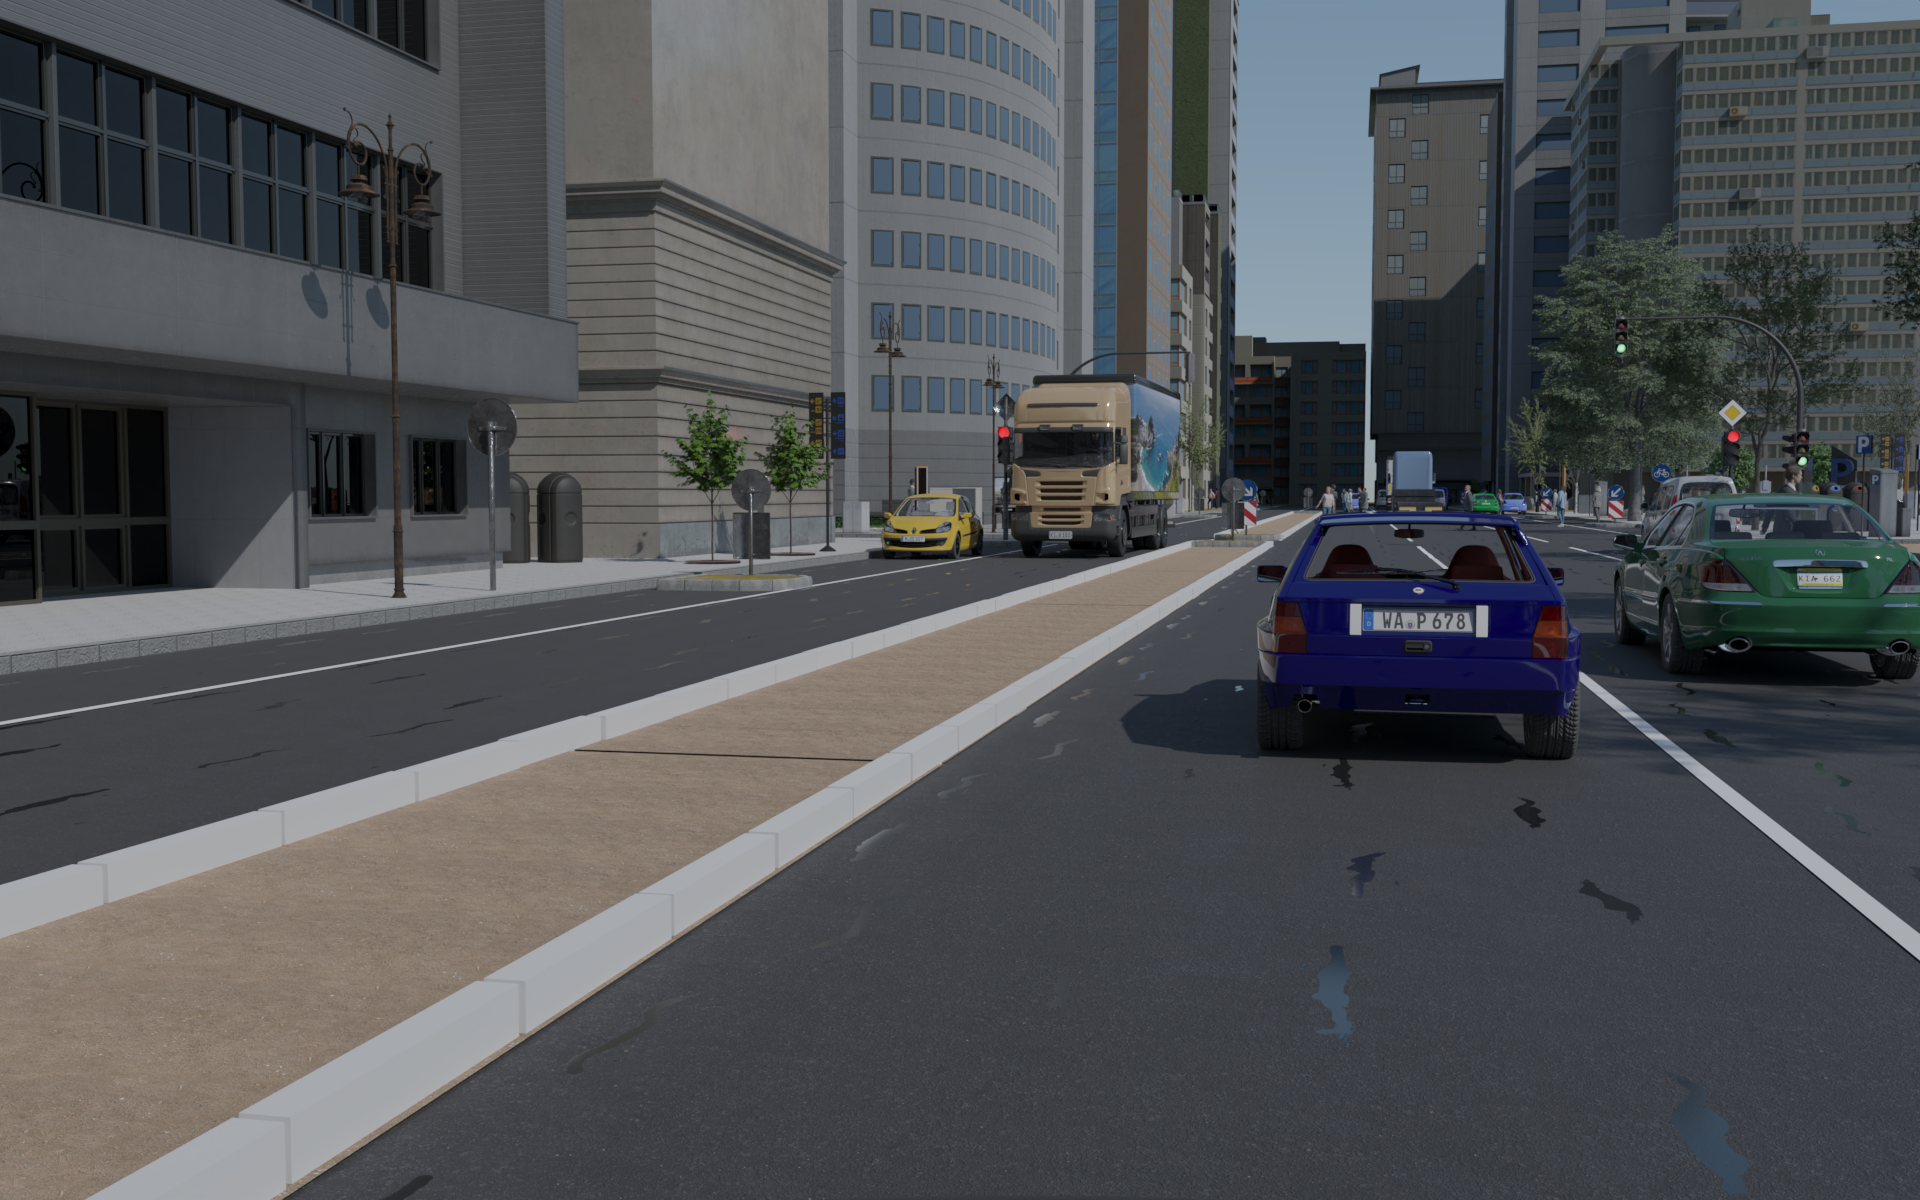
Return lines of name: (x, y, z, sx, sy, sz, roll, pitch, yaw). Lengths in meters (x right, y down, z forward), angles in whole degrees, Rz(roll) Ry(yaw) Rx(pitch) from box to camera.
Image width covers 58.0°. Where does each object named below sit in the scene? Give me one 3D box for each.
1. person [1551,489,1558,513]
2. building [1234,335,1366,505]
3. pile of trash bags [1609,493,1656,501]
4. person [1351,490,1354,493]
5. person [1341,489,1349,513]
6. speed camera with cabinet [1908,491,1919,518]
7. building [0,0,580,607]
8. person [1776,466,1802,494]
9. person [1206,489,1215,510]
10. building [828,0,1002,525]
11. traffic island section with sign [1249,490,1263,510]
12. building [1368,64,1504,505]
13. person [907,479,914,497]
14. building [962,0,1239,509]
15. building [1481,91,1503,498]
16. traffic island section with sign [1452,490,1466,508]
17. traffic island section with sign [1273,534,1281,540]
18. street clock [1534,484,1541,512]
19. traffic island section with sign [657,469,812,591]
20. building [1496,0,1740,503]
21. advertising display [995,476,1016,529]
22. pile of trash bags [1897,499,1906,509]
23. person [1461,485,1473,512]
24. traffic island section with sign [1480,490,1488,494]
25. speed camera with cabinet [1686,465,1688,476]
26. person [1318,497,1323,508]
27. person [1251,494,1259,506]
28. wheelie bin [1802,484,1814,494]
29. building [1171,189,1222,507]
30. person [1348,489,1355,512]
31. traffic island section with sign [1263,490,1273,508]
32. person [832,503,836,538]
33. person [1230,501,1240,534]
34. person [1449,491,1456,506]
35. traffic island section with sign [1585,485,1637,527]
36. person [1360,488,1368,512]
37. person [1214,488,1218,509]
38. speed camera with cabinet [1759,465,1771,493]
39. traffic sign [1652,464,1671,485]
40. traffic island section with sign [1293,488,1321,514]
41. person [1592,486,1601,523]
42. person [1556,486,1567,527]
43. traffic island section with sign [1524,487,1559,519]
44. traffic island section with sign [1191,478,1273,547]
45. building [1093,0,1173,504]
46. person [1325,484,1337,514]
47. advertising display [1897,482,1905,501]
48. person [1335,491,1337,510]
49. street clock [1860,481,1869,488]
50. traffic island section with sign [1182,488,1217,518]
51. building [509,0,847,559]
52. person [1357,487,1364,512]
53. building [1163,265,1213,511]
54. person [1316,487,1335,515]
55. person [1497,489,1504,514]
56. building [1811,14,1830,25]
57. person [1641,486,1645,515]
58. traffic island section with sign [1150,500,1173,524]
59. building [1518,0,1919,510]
person: (40.267, -6.688, 117.209, 0.589, 1.601, 0.330, -3, 5, -41)
building: (38.032, -23.315, 226.236, 28.899, 21.520, 27.650, 1, 4, 13)
pile of trash bags: (42.657, -6.102, 109.525, 3.447, 1.369, 1.912, 2, 4, 25)
person: (34.712, -8.849, 153.714, 0.750, 1.759, 0.617, -2, 4, -26)
person: (26.203, -6.658, 117.617, 0.793, 1.790, 0.793, 1, 4, 21)
speed camera with cabinet: (51.775, -6.051, 93.267, 2.038, 3.252, 0.660, -2, 4, -34)
building: (-16.393, -12.036, 15.860, 14.314, 24.678, 30.058, 1, 4, 13)
person: (12.397, -1.076, 25.869, 0.755, 1.850, 0.659, 1, 4, 14)
person: (20.377, -8.197, 141.006, 0.436, 1.711, 0.756, -2, 4, -29)
building: (-5.965, -33.105, 83.273, 21.231, 58.520, 28.212, 1, 4, 13)
traffic island section with sign: (25.852, -8.974, 155.354, 1.989, 1.847, 2.006, 1, 4, 13)
building: (65.648, -38.553, 219.576, 27.495, 52.752, 28.713, 1, 4, 13)
person: (-1.526, -3.179, 58.194, 0.466, 1.800, 0.511, -3, 5, -43)
building: (16.602, -39.923, 194.746, 28.212, 58.520, 21.231, 1, 4, 13)
building: (64.546, -32.883, 187.745, 14.600, 45.320, 14.200, 1, 4, 13)
traffic island section with sign: (51.560, -10.349, 177.826, 1.989, 1.847, 2.006, 1, 4, 13)
traffic island section with sign: (9.053, -2.833, 54.463, 2.006, 1.907, 1.989, 1, 4, 13)
street clock: (40.468, -7.142, 121.334, 0.471, 2.002, 0.358, -2, 4, -30)
traffic island section with sign: (-3.354, -1.096, 26.551, 1.989, 1.847, 2.006, 1, 4, 13)
building: (62.858, -38.164, 165.975, 21.231, 58.520, 28.212, 1, 4, 13)
advertising display: (1.723, -3.560, 63.426, 0.974, 1.923, 0.123, 1, 4, 14)
pile of trash bags: (39.027, -3.895, 73.430, 1.912, 1.369, 3.447, 1, 4, 21)
person: (19.853, -3.611, 67.931, 0.834, 1.777, 0.661, 0, 4, 1)
traffic island section with sign: (45.504, -8.711, 151.047, 1.989, 1.847, 2.006, 1, 4, 13)
speed camera with cabinet: (50.229, -7.565, 118.020, 2.038, 3.252, 0.660, 1, 4, 17)
person: (37.828, -10.318, 180.462, 1.065, 1.426, 0.557, 1, 4, 15)
person: (20.916, -6.994, 122.941, 0.778, 1.811, 0.616, -3, 5, -42)
wheelie bin: (26.371, -2.846, 54.435, 0.980, 1.594, 0.693, -1, 4, -12)
building: (17.568, -24.176, 166.979, 14.160, 30.474, 14.107, 1, 4, 13)
person: (27.554, -6.936, 122.130, 0.641, 1.798, 0.478, 2, 4, 28)
traffic island section with sign: (31.852, -10.593, 181.823, 1.989, 1.847, 2.006, 1, 4, 13)
person: (-4.095, -2.639, 52.038, 0.834, 1.777, 0.661, -2, 4, -28)
person: (8.814, -2.607, 56.135, 0.505, 1.210, 0.382, -1, 4, -16)
person: (56.377, -11.608, 198.971, 0.721, 1.739, 1.217, -3, 5, -45)
traffic island section with sign: (28.419, -4.100, 75.658, 1.989, 1.847, 2.006, 1, 4, 13)
person: (23.941, -5.752, 102.644, 0.767, 1.812, 0.694, 0, 4, 1)
person: (22.218, -8.836, 150.482, 0.705, 1.831, 1.348, 1, 4, 12)
speed camera with cabinet: (56.154, -7.640, 119.246, 2.038, 3.252, 0.660, 1, 4, 13)
traffic sign: (29.520, -4.454, 72.929, 0.768, 2.556, 0.104, 1, 4, 22)
traffic island section with sign: (25.655, -7.316, 127.752, 2.006, 1.907, 1.989, 1, 4, 13)
person: (28.538, -4.227, 77.790, 0.537, 1.800, 0.526, -2, 4, -25)
person: (26.366, -4.106, 75.903, 0.793, 1.790, 0.793, 1, 4, 18)
traffic island section with sign: (34.485, -5.737, 102.432, 1.989, 1.847, 2.006, 1, 4, 13)
traffic island section with sign: (7.406, -2.392, 47.241, 2.006, 1.907, 1.989, 1, 4, 13)
building: (6.390, -28.429, 114.925, 14.600, 45.320, 14.200, 1, 4, 13)
person: (16.052, -4.092, 75.205, 0.655, 1.846, 0.447, 0, 4, 4)
advertising display: (48.841, -5.181, 89.924, 0.123, 1.923, 0.974, 0, 4, -7)
person: (33.069, -8.754, 152.351, 0.721, 1.735, 1.217, 1, 4, 21)
street clock: (51.553, -5.764, 98.812, 0.358, 2.002, 0.471, -3, 5, -44)
traffic island section with sign: (14.769, -5.984, 106.473, 1.989, 1.847, 2.006, 1, 4, 13)
building: (-20.968, -13.757, 44.003, 34.723, 24.649, 14.460, 1, 4, 13)
person: (25.157, -6.145, 108.784, 0.447, 1.846, 0.655, -2, 4, -24)
building: (6.430, -18.515, 147.762, 27.650, 21.520, 28.899, 1, 4, 13)
person: (15.049, -3.817, 71.584, 0.731, 1.740, 0.598, -1, 4, -13)
person: (36.361, -6.594, 116.895, 0.643, 1.750, 0.593, 0, 4, -5)
building: (82.246, -34.114, 181.471, 21.600, 48.544, 21.300, 1, 4, 13)
person: (41.085, -6.016, 104.686, 0.573, 1.790, 0.520, 1, 4, 18)
traffic island section with sign: (8.802, -4.371, 80.098, 1.989, 1.847, 2.006, 1, 4, 13)
building: (62.776, -27.398, 139.840, 32.217, 40.220, 23.993, 1, 4, 13)
